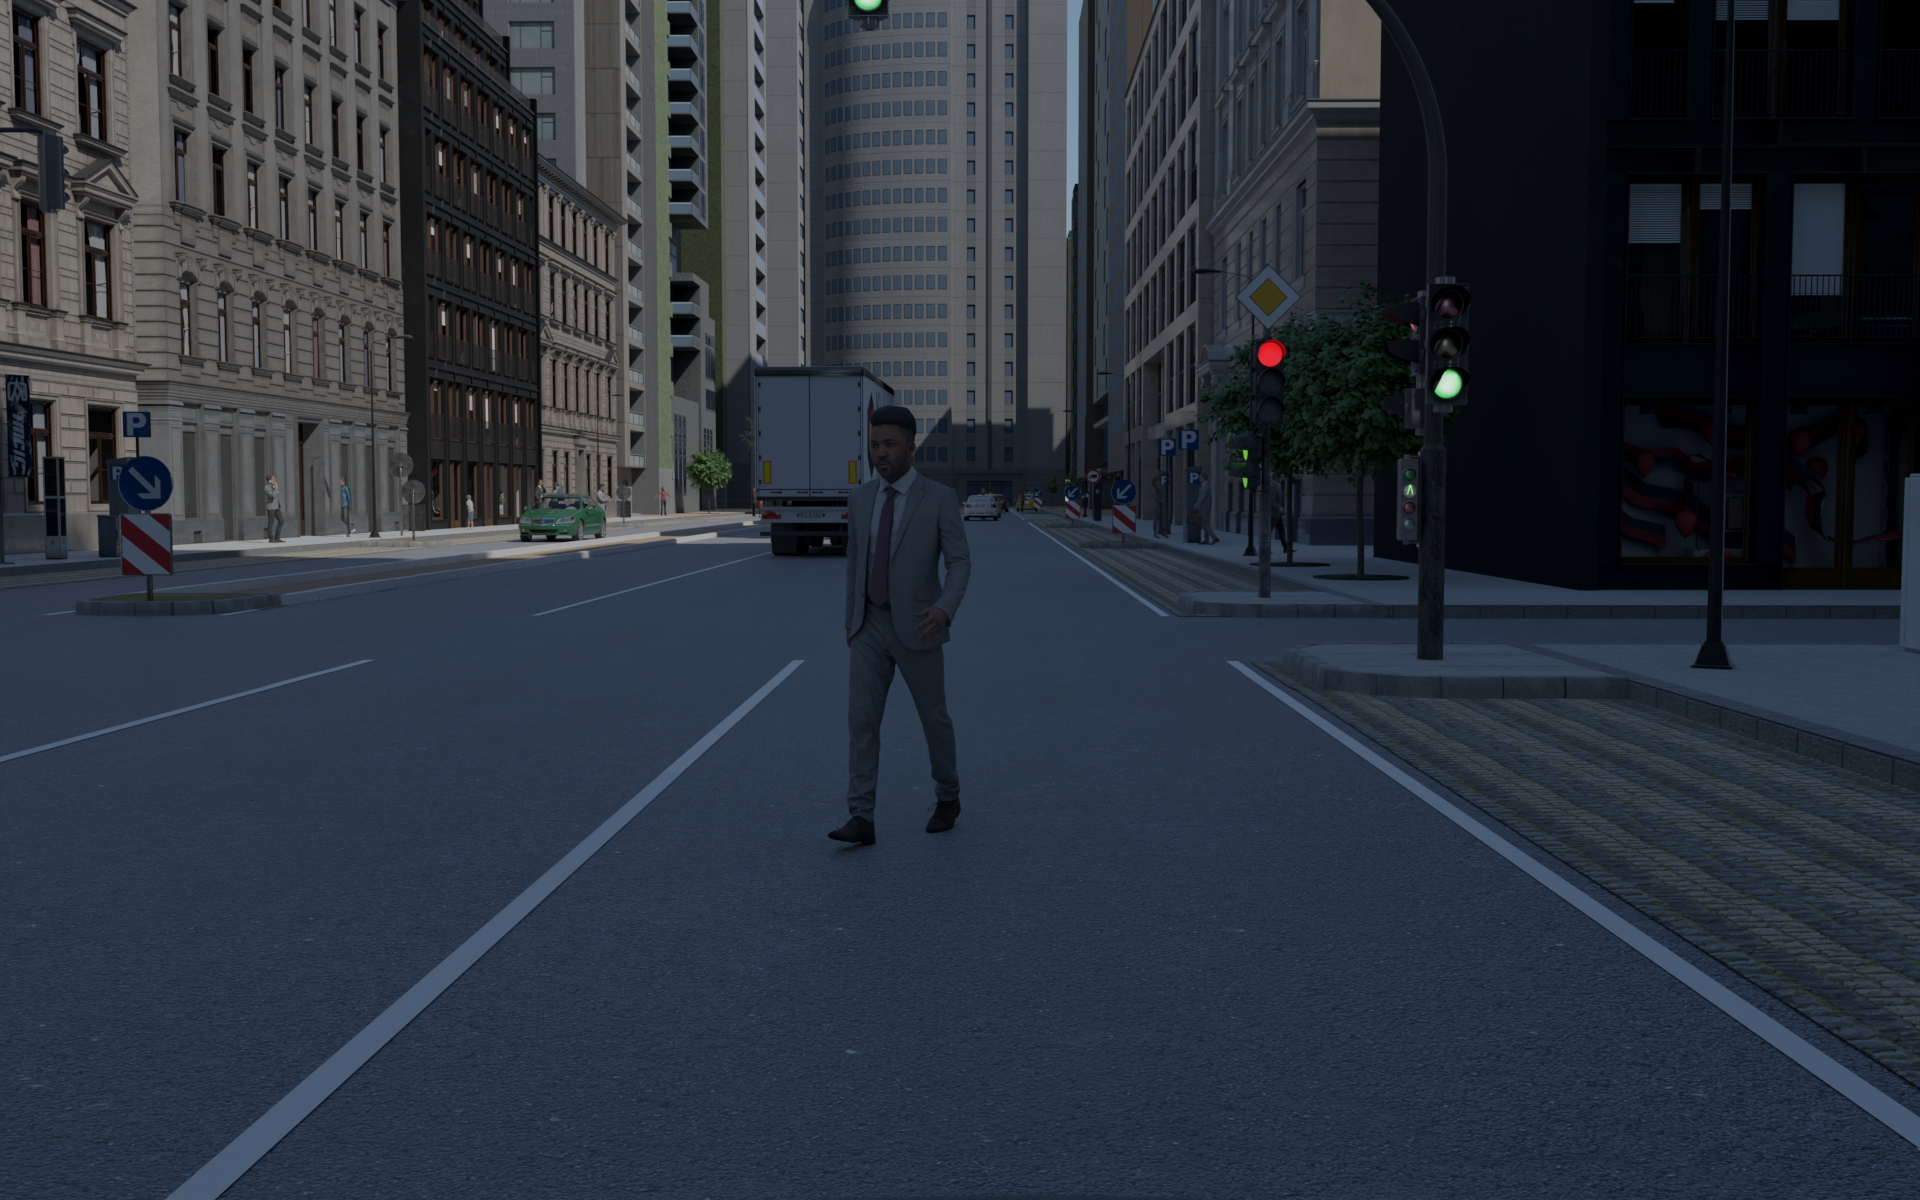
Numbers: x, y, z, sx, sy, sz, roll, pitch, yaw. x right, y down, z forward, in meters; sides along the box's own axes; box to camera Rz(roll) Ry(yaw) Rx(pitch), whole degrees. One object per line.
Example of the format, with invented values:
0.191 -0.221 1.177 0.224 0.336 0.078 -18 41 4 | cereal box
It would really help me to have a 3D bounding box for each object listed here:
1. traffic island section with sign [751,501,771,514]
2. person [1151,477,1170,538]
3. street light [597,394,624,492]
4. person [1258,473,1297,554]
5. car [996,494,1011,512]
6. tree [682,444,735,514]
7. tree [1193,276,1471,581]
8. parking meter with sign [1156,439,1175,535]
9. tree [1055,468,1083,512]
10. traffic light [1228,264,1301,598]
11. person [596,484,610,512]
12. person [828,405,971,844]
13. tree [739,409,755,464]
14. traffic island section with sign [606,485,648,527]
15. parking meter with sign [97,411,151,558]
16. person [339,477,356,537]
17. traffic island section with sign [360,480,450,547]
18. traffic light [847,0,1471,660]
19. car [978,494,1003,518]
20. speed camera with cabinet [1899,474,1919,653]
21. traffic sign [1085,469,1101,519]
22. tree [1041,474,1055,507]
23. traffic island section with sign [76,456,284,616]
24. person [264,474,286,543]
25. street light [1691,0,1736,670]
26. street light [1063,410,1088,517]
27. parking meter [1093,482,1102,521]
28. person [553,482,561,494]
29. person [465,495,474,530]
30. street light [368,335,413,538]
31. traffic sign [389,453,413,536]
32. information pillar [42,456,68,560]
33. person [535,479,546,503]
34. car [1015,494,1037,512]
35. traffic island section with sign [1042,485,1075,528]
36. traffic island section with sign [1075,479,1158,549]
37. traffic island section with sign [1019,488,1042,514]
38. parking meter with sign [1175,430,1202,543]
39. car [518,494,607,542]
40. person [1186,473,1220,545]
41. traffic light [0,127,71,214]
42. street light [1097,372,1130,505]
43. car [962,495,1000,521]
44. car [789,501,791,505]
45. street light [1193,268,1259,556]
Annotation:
-13.803 -7.043 123.785 1.989 1.847 2.006 0 4 1 | traffic island section with sign
5.841 -2.696 50.390 0.573 1.790 0.520 0 4 2 | person
-16.252 -6.594 80.351 1.470 5.913 1.316 0 4 1 | street light
6.838 -1.880 37.175 0.834 1.777 0.661 0 4 7 | person
3.039 -7.744 138.609 2.014 1.417 4.499 0 4 2 | car
-16.468 -7.927 113.315 4.285 4.588 4.351 0 3 0 | tree
6.166 -2.604 26.292 4.285 4.588 4.351 0 3 0 | tree
6.520 -3.605 55.203 0.543 3.016 1.738 0 4 2 | parking meter with sign
8.087 -8.014 125.631 1.663 3.219 1.824 0 3 0 | tree
3.756 -1.984 21.365 0.839 4.253 0.868 0 4 1 | traffic light
-12.598 -3.208 61.135 0.466 1.800 0.511 0 4 -3 | person
-0.236 0.098 7.168 0.678 1.792 0.850 2 4 25 | person
-15.756 -11.653 140.895 4.360 8.622 3.978 0 3 0 | tree
-14.580 -4.049 74.836 1.989 1.847 2.006 0 4 1 | traffic island section with sign
-17.272 -2.415 35.745 0.543 3.016 1.738 0 4 -5 | parking meter with sign
-18.356 -2.784 51.905 0.444 1.785 0.601 -1 4 -18 | person
-15.017 -2.356 47.143 1.989 1.847 2.006 0 4 1 | traffic island section with sign
1.538 -2.361 13.272 4.771 5.953 1.251 0 4 1 | traffic light
1.649 -5.858 106.006 2.015 1.641 3.980 0 4 0 | car
8.703 -1.190 13.785 2.038 3.252 0.660 0 4 3 | speed camera with cabinet
6.723 -5.350 87.584 0.768 2.556 0.104 0 4 7 | traffic sign
8.357 -9.836 155.416 1.663 3.219 1.824 0 3 0 | tree
-9.722 -0.808 21.351 2.006 1.907 1.989 0 4 1 | traffic island section with sign
-18.039 -2.407 45.582 0.473 1.802 0.592 1 4 16 | person
5.034 -2.453 12.650 1.470 5.913 1.316 0 4 1 | street light
6.381 -7.536 95.749 1.470 5.913 1.316 0 4 1 | street light
6.515 -4.676 82.165 0.399 1.863 0.255 0 4 7 | parking meter
-17.994 -4.374 77.589 0.654 1.822 0.581 -2 4 -30 | person
-17.741 -3.175 62.636 0.332 1.250 0.352 -3 5 -44 | person
-16.671 -4.783 50.747 1.470 5.913 1.316 0 4 1 | street light
-17.153 -3.244 53.143 0.768 2.556 0.104 0 4 2 | traffic sign
-17.748 -1.803 33.968 0.304 2.012 0.304 0 4 -3 | information pillar
-17.630 -4.126 72.873 0.474 1.900 0.648 -1 4 -11 | person
5.426 -7.943 140.098 2.015 1.641 3.980 0 4 2 | car
4.630 -3.965 73.451 1.989 1.847 2.006 0 4 1 | traffic island section with sign
4.190 -2.290 46.074 1.989 1.847 2.006 0 4 1 | traffic island section with sign
5.413 -7.029 123.546 1.989 1.847 2.006 0 4 1 | traffic island section with sign
6.168 -3.050 46.122 0.543 3.016 1.738 0 4 1 | parking meter with sign
-12.216 -2.546 53.432 2.131 1.459 4.920 0 4 2 | car
6.174 -2.303 43.823 0.853 1.813 0.709 1 4 14 | person
-13.610 -2.874 21.656 4.771 5.953 1.251 0 4 1 | traffic light
5.889 -5.705 65.814 1.470 5.913 1.316 0 4 1 | street light
1.151 -4.999 94.099 2.083 1.381 4.827 0 4 1 | car
-10.624 -6.805 119.931 2.281 1.827 5.304 0 4 1 | car
5.484 -3.864 35.718 1.470 5.913 1.316 0 4 1 | street light
